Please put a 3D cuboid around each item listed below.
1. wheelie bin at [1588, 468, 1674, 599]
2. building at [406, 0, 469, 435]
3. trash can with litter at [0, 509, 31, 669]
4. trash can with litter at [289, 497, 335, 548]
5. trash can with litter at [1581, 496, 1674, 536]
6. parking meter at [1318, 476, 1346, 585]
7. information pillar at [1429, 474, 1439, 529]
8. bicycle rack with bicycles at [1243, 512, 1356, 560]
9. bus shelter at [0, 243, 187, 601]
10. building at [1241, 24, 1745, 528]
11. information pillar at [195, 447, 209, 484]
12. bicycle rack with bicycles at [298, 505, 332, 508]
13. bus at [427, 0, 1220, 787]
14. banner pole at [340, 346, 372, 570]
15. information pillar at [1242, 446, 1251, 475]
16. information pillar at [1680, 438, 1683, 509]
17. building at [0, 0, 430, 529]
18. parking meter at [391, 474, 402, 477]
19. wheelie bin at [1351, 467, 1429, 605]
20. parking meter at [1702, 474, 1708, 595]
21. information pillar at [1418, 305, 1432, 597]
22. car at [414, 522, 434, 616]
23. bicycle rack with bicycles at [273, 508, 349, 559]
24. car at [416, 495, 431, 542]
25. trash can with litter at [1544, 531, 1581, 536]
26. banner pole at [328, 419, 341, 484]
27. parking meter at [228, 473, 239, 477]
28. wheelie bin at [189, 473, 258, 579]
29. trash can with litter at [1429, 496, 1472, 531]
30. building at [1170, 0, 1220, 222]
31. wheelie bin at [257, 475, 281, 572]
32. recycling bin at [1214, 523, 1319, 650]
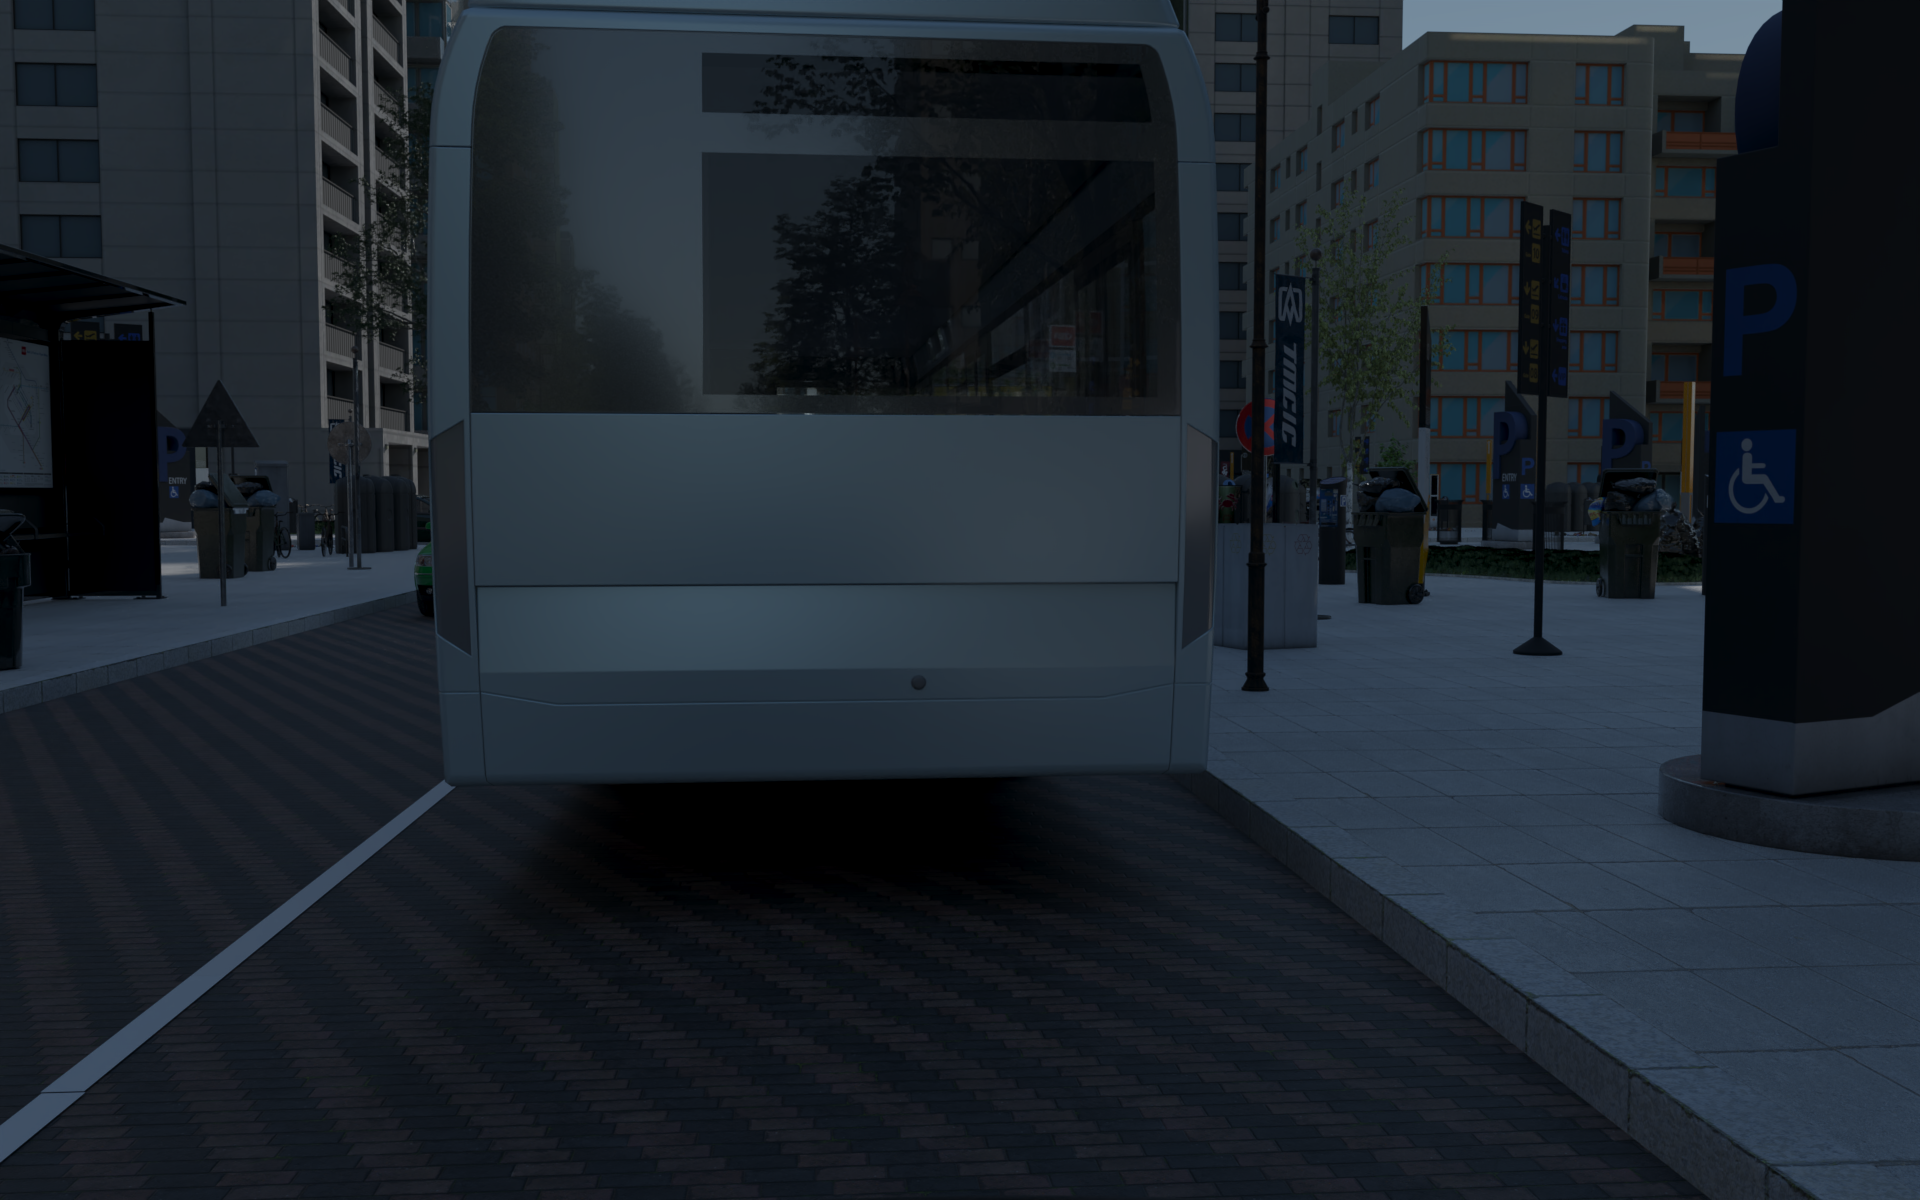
[{"bbox_3d":[8.283,-0.823,21.360,0.980,1.594,0.693,0,4,8],"label":"wheelie bin"},{"bbox_3d":[-48.389,-33.978,175.155,30.456,49.044,23.786,0,4,-5],"label":"building"},{"bbox_3d":[-7.351,-0.078,12.669,1.055,1.170,0.624,1,4,19],"label":"trash can with litter"},{"bbox_3d":[-15.815,-1.866,41.572,2.233,1.210,1.678,0,4,4],"label":"trash can with litter"},{"bbox_3d":[15.614,-1.722,39.216,1.678,1.210,2.233,-2,4,-33],"label":"trash can with litter"},{"bbox_3d":[5.288,-0.990,24.592,0.372,1.533,0.369,0,3,0],"label":"parking meter"},{"bbox_3d":[17.641,-3.665,64.421,0.304,2.012,0.304,1,4,18],"label":"information pillar"},{"bbox_3d":[6.381,-1.203,33.058,2.925,0.926,2.852,0,4,7],"label":"bicycle rack with bicycles"},{"bbox_3d":[-10.004,-1.637,18.051,1.731,3.624,6.357,0,4,-5],"label":"bus shelter"},{"bbox_3d":[30.658,-14.370,79.994,28.899,21.520,27.650,0,4,-5],"label":"building"},{"bbox_3d":[-24.347,-3.934,55.673,0.504,3.616,0.183,2,4,25],"label":"information pillar"},{"bbox_3d":[-22.134,-2.791,59.012,2.852,0.926,2.925,-3,5,-43],"label":"bicycle rack with bicycles"},{"bbox_3d":[-1.116,-1.059,12.180,2.948,3.499,13.247,0,4,-6],"label":"bus"},{"bbox_3d":[-10.144,-2.396,29.185,0.401,3.779,0.863,-1,4,-23],"label":"banner pole"},{"bbox_3d":[13.117,-5.380,79.316,0.504,3.616,0.183,1,4,8],"label":"information pillar"},{"bbox_3d":[26.569,-4.420,63.630,0.183,3.616,0.504,1,4,11],"label":"information pillar"},{"bbox_3d":[-32.366,-38.729,71.472,20.563,71.187,20.611,0,4,-5],"label":"building"},{"bbox_3d":[-16.688,-2.797,51.442,0.255,1.863,0.399,1,4,14],"label":"parking meter"},{"bbox_3d":[5.011,-0.754,20.230,0.693,1.594,0.980,-2,4,-28],"label":"wheelie bin"},{"bbox_3d":[9.599,-0.825,21.900,0.372,1.533,0.369,0,3,0],"label":"parking meter"},{"bbox_3d":[5.842,-1.862,21.805,0.183,3.616,0.504,1,4,22],"label":"information pillar"},{"bbox_3d":[-5.587,-0.798,21.837,1.959,1.807,4.718,0,4,-4],"label":"car"},{"bbox_3d":[-13.706,-1.357,35.564,2.852,0.926,2.925,-1,4,-21],"label":"bicycle rack with bicycles"},{"bbox_3d":[-14.572,-2.251,46.597,4.222,1.686,2.009,0,4,-3],"label":"car"},{"bbox_3d":[18.999,-2.571,53.086,2.233,1.210,1.678,2,4,31],"label":"trash can with litter"},{"bbox_3d":[-18.124,-3.724,50.912,0.863,3.779,0.401,-2,4,-30],"label":"banner pole"},{"bbox_3d":[-20.536,-2.654,49.108,0.255,1.863,0.399,0,4,-5],"label":"parking meter"},{"bbox_3d":[-11.304,-1.132,26.410,0.693,1.594,0.980,0,4,0],"label":"wheelie bin"},{"bbox_3d":[16.861,-3.018,60.398,1.678,1.210,2.233,0,4,-6],"label":"trash can with litter"},{"bbox_3d":[13.450,-40.754,104.579,20.563,71.187,20.611,0,4,-5],"label":"building"},{"bbox_3d":[-11.770,-1.276,28.776,0.980,1.594,0.693,0,4,0],"label":"wheelie bin"},{"bbox_3d":[2.536,-0.127,14.637,0.722,1.027,0.722,-2,4,-23],"label":"recycling bin"}]
